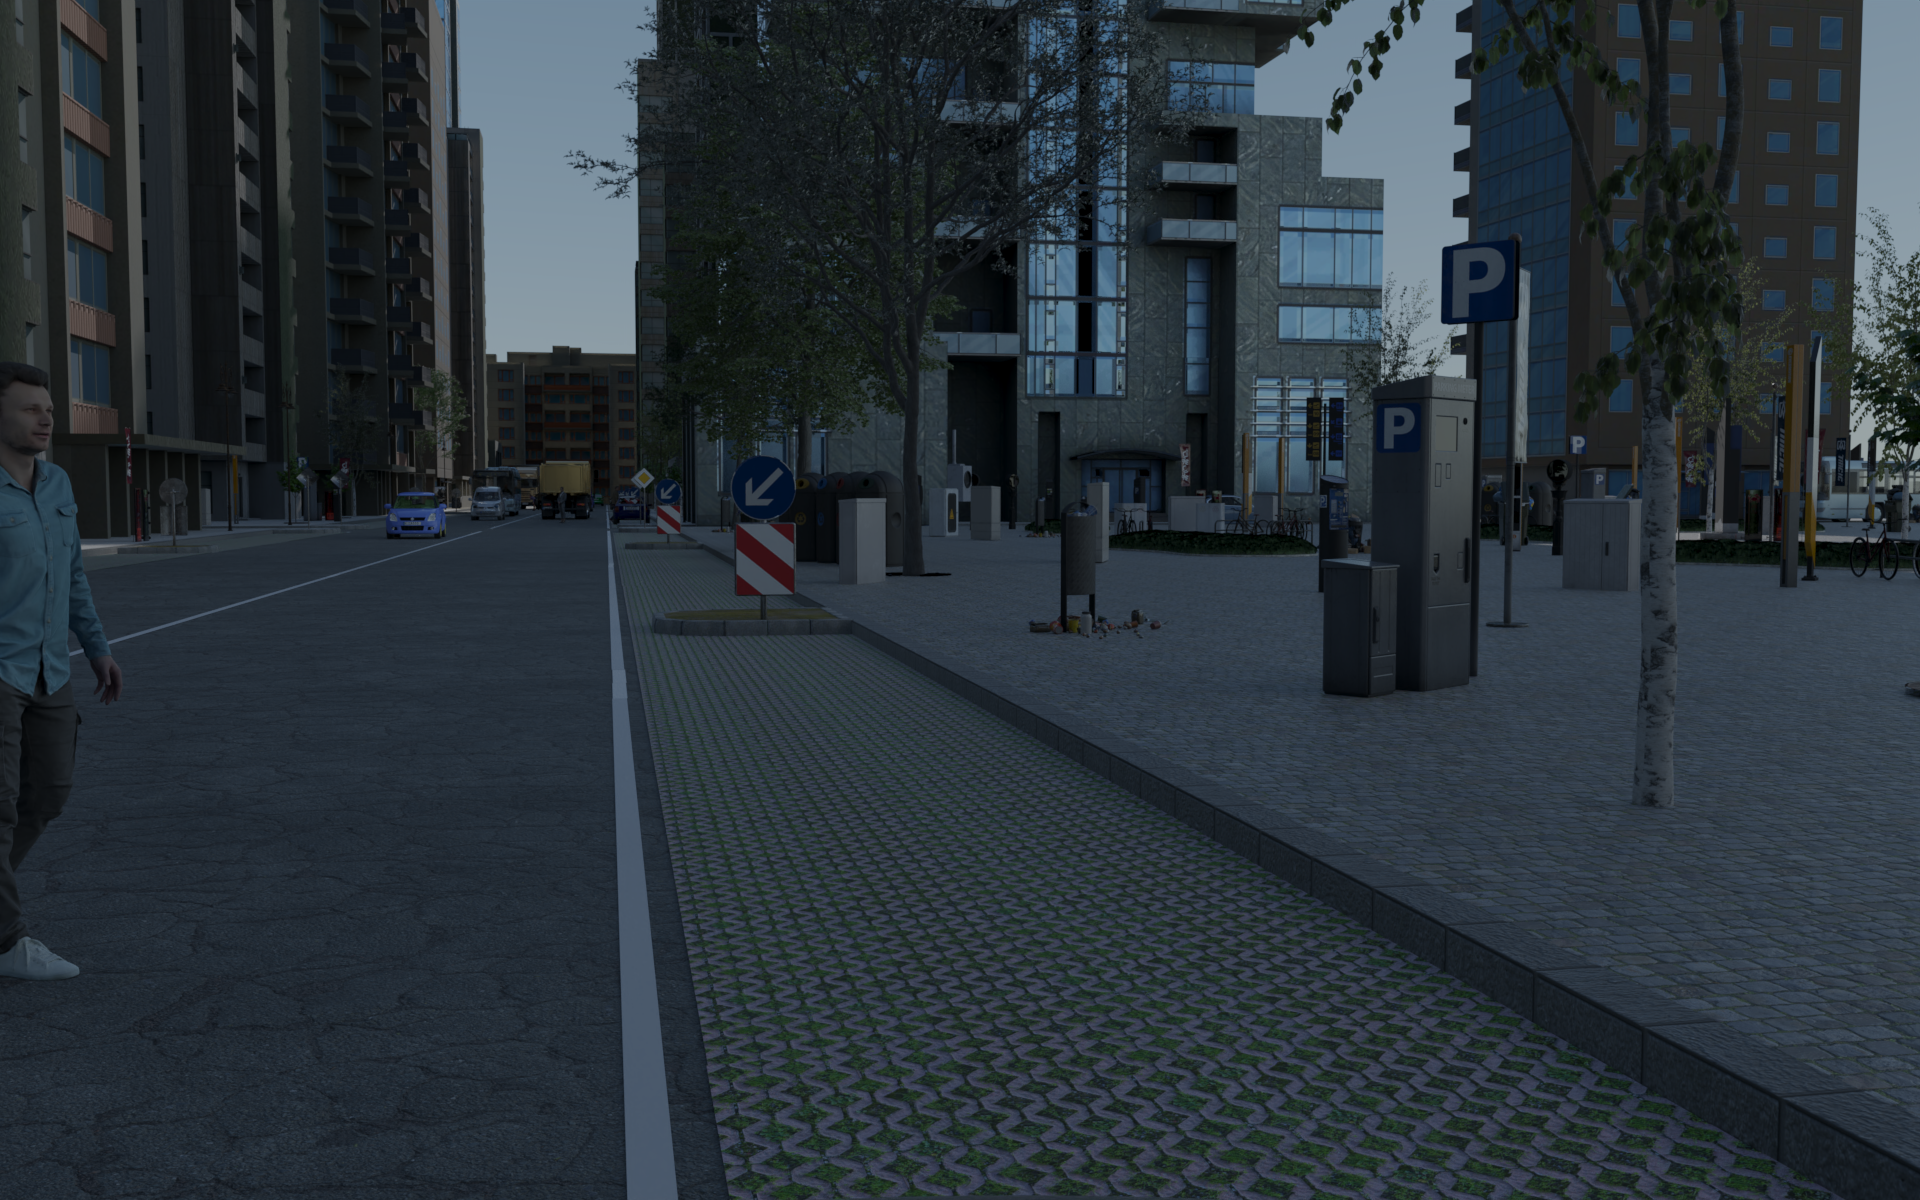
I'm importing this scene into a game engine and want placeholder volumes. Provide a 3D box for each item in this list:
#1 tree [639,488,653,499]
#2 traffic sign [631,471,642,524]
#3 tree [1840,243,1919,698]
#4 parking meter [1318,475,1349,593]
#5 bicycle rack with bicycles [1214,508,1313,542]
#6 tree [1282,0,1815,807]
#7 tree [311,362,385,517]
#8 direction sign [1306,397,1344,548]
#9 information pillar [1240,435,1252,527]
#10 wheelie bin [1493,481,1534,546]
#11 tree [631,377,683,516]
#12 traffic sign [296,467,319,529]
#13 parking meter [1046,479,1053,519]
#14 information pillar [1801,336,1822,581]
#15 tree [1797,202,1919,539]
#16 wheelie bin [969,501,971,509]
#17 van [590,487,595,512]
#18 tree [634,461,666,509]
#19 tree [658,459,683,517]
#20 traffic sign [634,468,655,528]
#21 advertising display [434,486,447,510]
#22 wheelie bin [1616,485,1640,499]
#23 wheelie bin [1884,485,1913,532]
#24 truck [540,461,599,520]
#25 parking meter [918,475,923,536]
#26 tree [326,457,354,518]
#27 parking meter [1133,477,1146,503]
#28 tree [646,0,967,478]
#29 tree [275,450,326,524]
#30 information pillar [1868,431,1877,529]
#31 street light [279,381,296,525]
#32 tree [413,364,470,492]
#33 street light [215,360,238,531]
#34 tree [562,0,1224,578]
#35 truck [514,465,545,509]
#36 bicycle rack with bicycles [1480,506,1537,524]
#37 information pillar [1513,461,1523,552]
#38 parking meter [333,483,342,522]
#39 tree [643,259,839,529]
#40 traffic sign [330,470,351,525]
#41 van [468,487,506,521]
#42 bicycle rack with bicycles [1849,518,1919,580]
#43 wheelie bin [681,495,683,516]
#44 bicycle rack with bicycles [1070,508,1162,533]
[{"bbox_3d":[-28.037,-9.874,156.046,1.663,3.219,1.824,0,3,0],"label":"tree"},{"bbox_3d":[-13.627,-4.293,73.829,0.795,2.450,0.064,-1,4,-12],"label":"traffic sign"},{"bbox_3d":[6.424,-0.995,10.869,1.663,3.219,1.824,0,3,0],"label":"tree"},{"bbox_3d":[4.877,-0.868,22.607,0.372,1.533,0.369,0,3,0],"label":"parking meter"},{"bbox_3d":[8.042,-1.915,44.687,2.925,0.926,2.852,-3,5,-42],"label":"bicycle rack with bicycles"},{"bbox_3d":[2.632,-3.458,6.906,4.360,8.622,3.978,0,3,0],"label":"tree"},{"bbox_3d":[-33.842,-8.936,96.462,4.360,8.622,3.978,0,3,0],"label":"tree"},{"bbox_3d":[8.545,-2.974,40.621,0.876,3.537,0.379,0,4,-1],"label":"direction sign"},{"bbox_3d":[11.318,-4.713,68.407,0.504,3.616,0.183,-2,4,-32],"label":"information pillar"},{"bbox_3d":[13.807,-2.166,43.316,0.980,1.594,0.693,0,4,5],"label":"wheelie bin"},{"bbox_3d":[-16.321,-9.311,102.597,4.737,8.622,4.395,0,3,0],"label":"tree"},{"bbox_3d":[-23.932,-3.667,63.602,0.795,2.450,0.064,-1,4,-12],"label":"traffic sign"},{"bbox_3d":[3.534,-3.844,68.560,0.255,1.863,0.399,0,4,0],"label":"parking meter"},{"bbox_3d":[12.580,-2.091,25.549,0.183,3.616,0.504,2,4,34],"label":"information pillar"},{"bbox_3d":[23.181,-5.651,42.756,4.737,8.622,4.395,0,3,0],"label":"tree"},{"bbox_3d":[0.116,-5.518,98.122,0.693,1.594,0.980,-3,4,-36],"label":"wheelie bin"},{"bbox_3d":[-31.104,-8.413,141.944,2.240,2.365,5.245,-1,4,-10],"label":"van"},{"bbox_3d":[-27.002,-10.349,152.913,4.285,4.588,4.351,0,3,0],"label":"tree"},{"bbox_3d":[-15.603,-6.172,95.513,1.663,3.219,1.824,0,3,0],"label":"tree"},{"bbox_3d":[-12.029,-3.814,66.005,0.795,2.450,0.064,-1,4,-12],"label":"traffic sign"},{"bbox_3d":[-43.042,-8.457,143.493,0.974,1.923,0.123,0,4,-6],"label":"advertising display"},{"bbox_3d":[22.217,-3.037,57.571,0.693,1.594,0.980,0,4,-3],"label":"wheelie bin"},{"bbox_3d":[31.583,-3.082,58.304,0.693,1.594,0.980,0,4,-7],"label":"wheelie bin"},{"bbox_3d":[-22.913,-6.424,100.962,3.469,3.379,9.791,-1,4,-10],"label":"truck"},{"bbox_3d":[-1.202,-2.474,46.158,0.399,1.863,0.255,-1,4,-14],"label":"parking meter"},{"bbox_3d":[-32.908,-5.933,91.609,1.663,3.219,1.824,0,3,0],"label":"tree"},{"bbox_3d":[6.093,-3.249,58.830,0.255,1.863,0.399,-2,4,-33],"label":"parking meter"},{"bbox_3d":[-3.186,-7.392,38.981,7.486,12.596,7.792,0,3,0],"label":"tree"},{"bbox_3d":[-29.009,-4.934,75.267,1.663,3.219,1.824,0,3,0],"label":"tree"},{"bbox_3d":[33.806,-4.453,64.164,0.183,3.616,0.504,1,4,12],"label":"information pillar"},{"bbox_3d":[-27.604,-6.018,71.181,0.468,5.910,1.993,-1,4,-12],"label":"street light"},{"bbox_3d":[-41.297,-12.667,132.865,9.928,11.665,9.643,0,3,0],"label":"tree"},{"bbox_3d":[-25.315,-5.328,59.895,0.468,5.910,1.993,-1,4,-12],"label":"street light"},{"bbox_3d":[-0.860,-7.124,26.846,12.009,13.543,11.850,0,3,0],"label":"tree"},{"bbox_3d":[-41.754,-10.934,167.689,2.839,4.237,11.283,-1,4,-10],"label":"truck"},{"bbox_3d":[16.235,-2.511,54.437,2.852,0.926,2.925,-3,5,-39],"label":"bicycle rack with bicycles"},{"bbox_3d":[12.391,-2.094,38.734,0.304,2.012,0.304,1,4,11],"label":"information pillar"},{"bbox_3d":[-28.894,-4.567,80.383,0.255,1.863,0.399,0,4,5],"label":"parking meter"},{"bbox_3d":[-7.540,-7.703,60.361,7.601,10.594,8.767,0,4,-6],"label":"tree"},{"bbox_3d":[-25.531,-4.146,71.426,0.795,2.450,0.064,-1,4,-12],"label":"traffic sign"},{"bbox_3d":[-25.975,-5.400,95.307,2.013,2.044,4.112,-1,4,-11],"label":"van"},{"bbox_3d":[14.687,-0.733,25.361,2.852,0.926,2.925,1,4,11],"label":"bicycle rack with bicycles"},{"bbox_3d":[-15.351,-5.510,97.991,0.693,1.594,0.980,0,4,4],"label":"wheelie bin"},{"bbox_3d":[3.817,-1.846,43.570,2.852,0.926,2.925,1,4,9],"label":"bicycle rack with bicycles"}]
